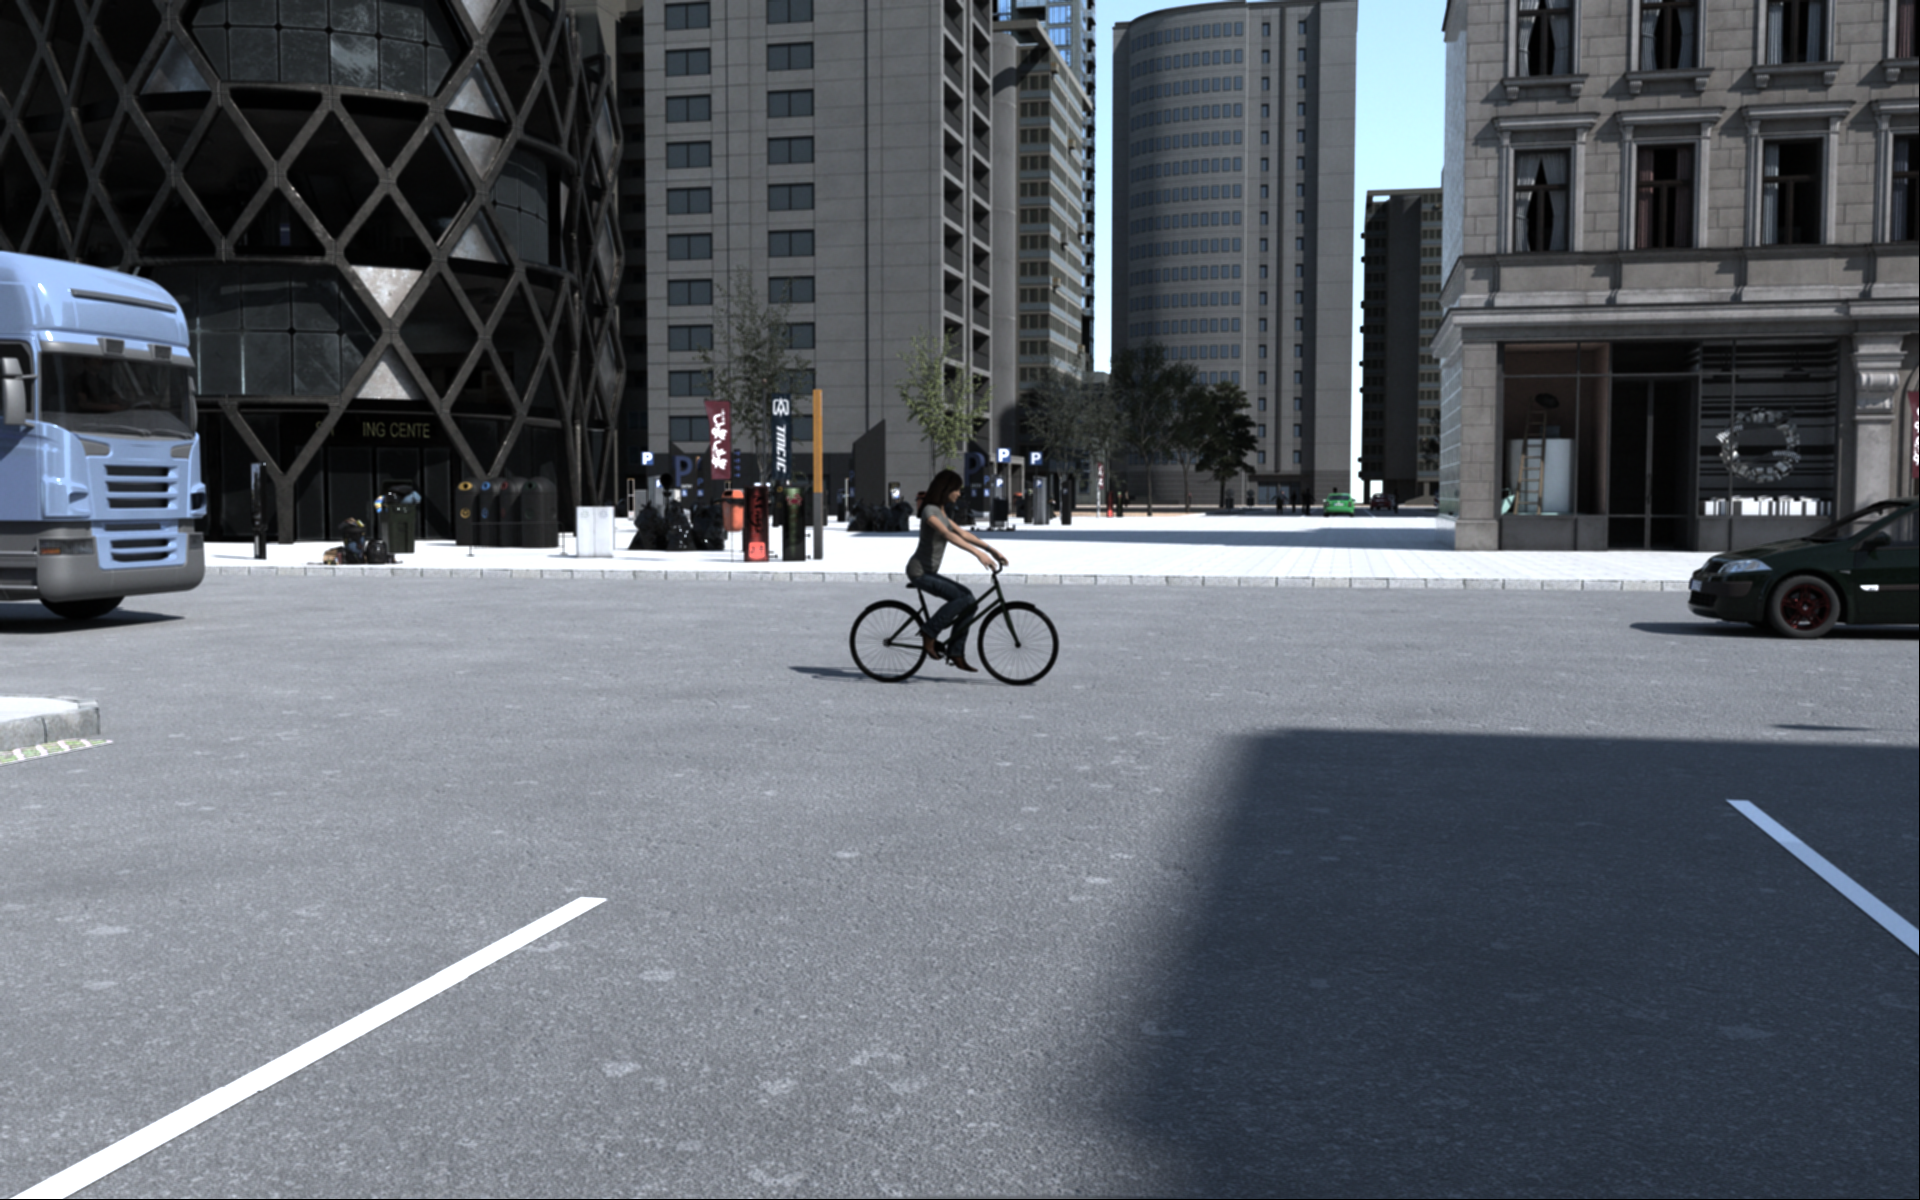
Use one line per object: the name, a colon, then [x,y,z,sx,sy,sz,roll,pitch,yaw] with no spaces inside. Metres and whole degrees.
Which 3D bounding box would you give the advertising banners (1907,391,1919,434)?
advertising banners: [17.030,-2.027,29.323,2.074,3.025,0.090,0,4,1]

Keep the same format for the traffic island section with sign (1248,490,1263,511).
traffic island section with sign: [25.327,-8.681,150.556,1.989,1.847,2.006,1,4,12]

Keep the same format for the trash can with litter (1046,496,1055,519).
trash can with litter: [4.252,-4.650,87.419,1.055,1.170,0.624,-1,4,-12]

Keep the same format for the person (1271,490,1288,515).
person: [22.421,-6.864,121.451,1.217,1.736,0.721,0,4,7]

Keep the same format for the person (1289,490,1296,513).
person: [25.888,-7.689,134.740,0.721,1.766,1.217,2,4,34]

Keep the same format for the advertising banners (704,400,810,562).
advertising banners: [-3.813,-2.228,32.619,2.074,3.025,0.090,-2,4,-26]

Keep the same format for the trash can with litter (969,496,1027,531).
trash can with litter: [1.077,-3.005,60.187,2.233,1.210,1.678,1,4,21]

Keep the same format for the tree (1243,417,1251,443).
tree: [15.369,-11.152,116.748,8.767,10.594,7.601,0,4,0]

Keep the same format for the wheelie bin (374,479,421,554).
wheelie bin: [-12.151,-1.813,37.548,0.980,1.594,0.693,-3,4,-37]

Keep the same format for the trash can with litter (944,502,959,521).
trash can with litter: [-0.531,-2.573,53.454,0.624,1.170,1.055,2,4,26]

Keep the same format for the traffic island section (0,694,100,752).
traffic island section: [-6.297,0.772,9.658,2.009,0.180,2.903,1,4,12]

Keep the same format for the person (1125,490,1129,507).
person: [17.344,-10.505,180.272,0.705,1.823,1.348,0,4,-2]

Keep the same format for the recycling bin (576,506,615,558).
recycling bin: [-7.377,-1.377,35.075,0.722,1.027,0.722,0,4,-7]

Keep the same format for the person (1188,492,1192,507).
person: [24.112,-10.513,181.857,0.415,1.643,0.593,1,4,19]

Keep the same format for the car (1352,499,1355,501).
car: [34.402,-8.768,155.714,2.083,1.381,4.827,1,4,12]

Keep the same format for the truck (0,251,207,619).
truck: [-17.204,-1.857,20.116,18.799,4.110,2.967,1,4,11]

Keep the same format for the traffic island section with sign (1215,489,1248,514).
traffic island section with sign: [19.202,-6.992,122.943,1.989,1.847,2.006,1,4,12]

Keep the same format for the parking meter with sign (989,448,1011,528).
parking meter with sign: [1.476,-4.296,66.506,0.543,3.016,1.738,-1,4,-12]

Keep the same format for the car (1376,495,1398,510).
car: [39.305,-8.999,159.492,2.083,1.381,4.827,1,4,11]

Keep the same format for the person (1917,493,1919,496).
person: [11.349,-0.679,19.856,0.529,1.795,0.600,-2,4,-31]

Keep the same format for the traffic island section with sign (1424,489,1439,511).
traffic island section with sign: [40.215,-8.417,146.250,1.989,1.847,2.006,1,4,12]

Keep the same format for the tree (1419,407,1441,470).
tree: [45.188,-13.634,157.335,7.601,10.594,8.767,-1,4,-12]

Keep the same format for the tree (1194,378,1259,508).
tree: [24.721,-14.707,162.517,6.751,12.117,7.091,0,3,0]

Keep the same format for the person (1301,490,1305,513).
person: [25.599,-7.311,128.560,0.721,1.766,1.217,1,4,20]

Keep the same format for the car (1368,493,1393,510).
car: [37.478,-8.884,154.296,2.155,1.783,4.494,1,4,13]

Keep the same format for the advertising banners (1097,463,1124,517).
advertising banners: [8.295,-6.076,95.524,2.074,3.025,0.090,-3,5,-40]

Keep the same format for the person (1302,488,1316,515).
person: [23.718,-6.693,117.949,0.705,1.821,1.348,-2,4,-30]

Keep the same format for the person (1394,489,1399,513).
person: [32.472,-7.351,128.699,0.705,1.822,1.348,1,4,15]

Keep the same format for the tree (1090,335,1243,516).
tree: [11.194,-10.183,100.902,8.767,10.594,7.601,1,4,20]

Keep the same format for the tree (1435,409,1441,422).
tree: [40.378,-13.755,132.314,7.806,13.903,7.818,0,3,0]

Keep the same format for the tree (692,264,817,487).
tree: [-6.347,-6.405,55.081,4.360,8.622,3.978,0,3,0]

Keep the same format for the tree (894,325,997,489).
tree: [-0.847,-7.666,75.694,4.737,8.622,4.395,0,3,0]

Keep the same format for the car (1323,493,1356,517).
car: [22.850,-5.842,104.313,1.959,1.807,4.718,1,4,13]

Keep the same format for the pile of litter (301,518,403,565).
pile of litter: [-11.149,-1.088,31.747,1.719,0.858,1.176,0,4,-6]

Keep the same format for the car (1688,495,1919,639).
car: [9.687,-0.477,17.579,4.222,1.686,2.009,1,4,12]

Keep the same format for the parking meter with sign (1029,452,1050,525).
parking meter with sign: [3.349,-4.634,72.023,0.543,3.016,1.738,1,4,15]

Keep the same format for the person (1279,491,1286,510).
person: [29.108,-8.980,156.235,0.530,1.710,0.541,-1,4,-22]

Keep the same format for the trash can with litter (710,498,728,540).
trash can with litter: [-6.856,-2.260,48.341,0.624,1.170,1.055,-2,4,-33]

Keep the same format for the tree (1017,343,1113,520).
tree: [4.890,-8.167,83.895,4.360,8.622,3.978,0,3,0]

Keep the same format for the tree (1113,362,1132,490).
tree: [7.251,-8.599,90.955,4.360,8.622,3.978,0,3,0]

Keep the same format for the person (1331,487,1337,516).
person: [24.581,-6.455,113.674,0.705,1.869,1.348,2,4,31]
